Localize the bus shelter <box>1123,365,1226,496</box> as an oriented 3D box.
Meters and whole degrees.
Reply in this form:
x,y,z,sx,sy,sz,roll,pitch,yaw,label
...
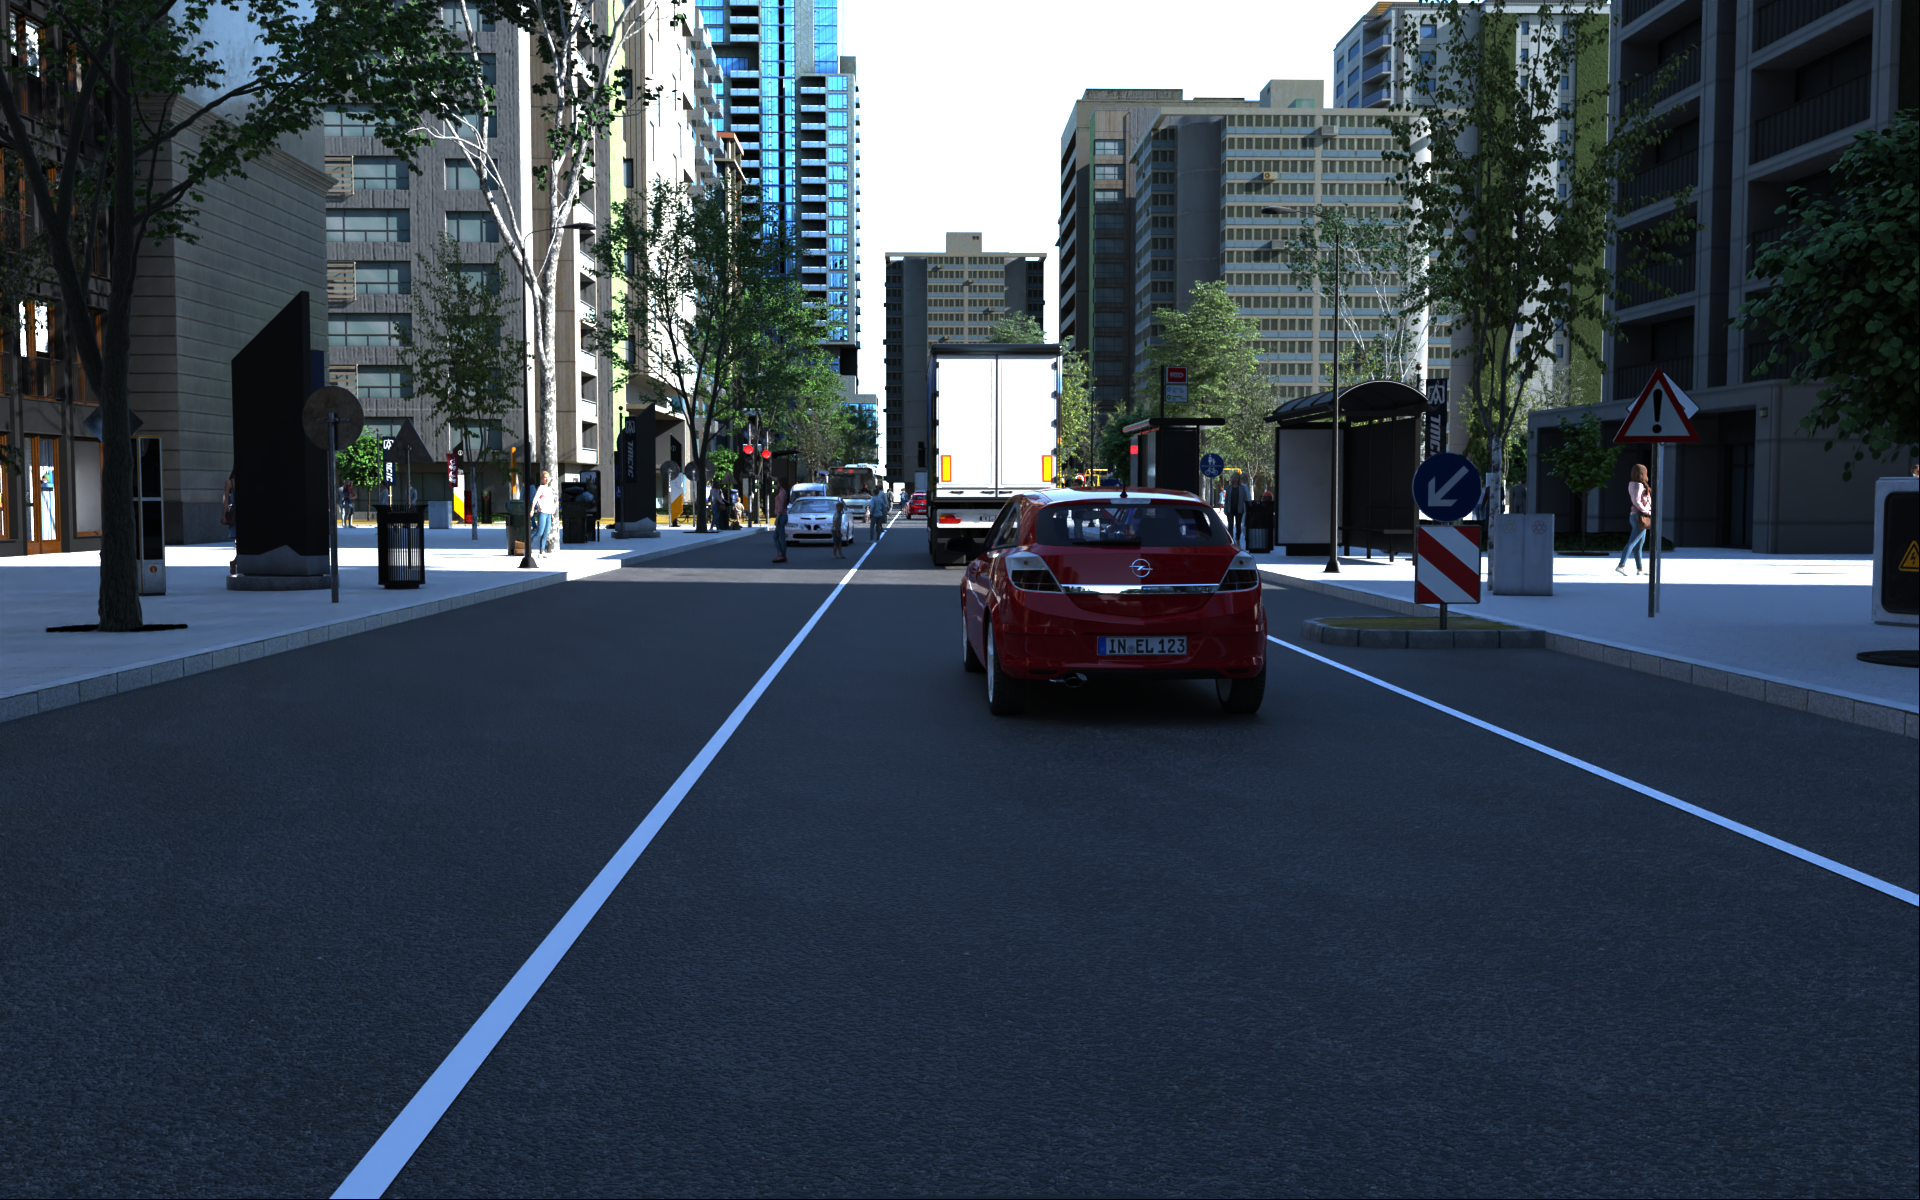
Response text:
x,y,z,sx,sy,sz,roll,pitch,yaw,label
6.134,-4.535,51.780,2.179,5.291,8.768,0,4,-2,bus shelter

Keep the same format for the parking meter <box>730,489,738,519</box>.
x,y,z,sx,sy,sz,roll,pitch,yaw,label
-12.836,-5.436,97.286,0.372,1.533,0.369,0,3,0,parking meter

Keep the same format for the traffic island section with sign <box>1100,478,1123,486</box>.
x,y,z,sx,sy,sz,roll,pitch,yaw,label
3.723,-2.208,44.725,1.989,1.847,2.006,0,4,-2,traffic island section with sign

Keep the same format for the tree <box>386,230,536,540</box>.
x,y,z,sx,sy,sz,roll,pitch,yaw,label
-13.671,-5.987,48.244,4.737,8.622,4.395,0,3,0,tree

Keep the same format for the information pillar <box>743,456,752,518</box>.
x,y,z,sx,sy,sz,roll,pitch,yaw,label
-11.164,-6.097,91.040,0.504,3.616,0.183,1,4,10,information pillar

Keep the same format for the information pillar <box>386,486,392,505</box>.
x,y,z,sx,sy,sz,roll,pitch,yaw,label
-25.629,-4.470,77.580,0.304,2.012,0.304,-1,4,-10,information pillar

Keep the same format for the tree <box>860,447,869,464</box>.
x,y,z,sx,sy,sz,roll,pitch,yaw,label
-13.727,-16.896,226.608,4.360,8.622,3.978,0,3,0,tree

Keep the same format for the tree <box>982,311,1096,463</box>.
x,y,z,sx,sy,sz,roll,pitch,yaw,label
4.766,-13.017,119.490,9.857,13.997,8.962,0,3,0,tree

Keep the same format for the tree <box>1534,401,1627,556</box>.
x,y,z,sx,sy,sz,roll,pitch,yaw,label
13.133,-2.542,36.158,1.663,3.219,1.824,0,3,0,tree

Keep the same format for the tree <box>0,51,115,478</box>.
x,y,z,sx,sy,sz,roll,pitch,yaw,label
-14.330,-4.503,23.987,4.360,8.622,3.978,0,3,0,tree

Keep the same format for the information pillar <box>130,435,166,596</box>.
x,y,z,sx,sy,sz,roll,pitch,yaw,label
-10.247,-1.061,21.839,0.304,2.012,0.304,3,5,44,information pillar

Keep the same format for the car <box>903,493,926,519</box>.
x,y,z,sx,sy,sz,roll,pitch,yaw,label
-2.183,-5.531,99.474,2.155,1.783,4.494,0,4,-3,car

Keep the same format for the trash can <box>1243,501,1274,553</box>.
x,y,z,sx,sy,sz,roll,pitch,yaw,label
6.507,-1.586,37.584,0.748,1.137,0.748,0,3,0,trash can

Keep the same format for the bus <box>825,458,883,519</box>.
x,y,z,sx,sy,sz,roll,pitch,yaw,label
-6.147,-6.633,103.316,2.948,3.499,13.247,0,3,0,bus

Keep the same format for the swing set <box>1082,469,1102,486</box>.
x,y,z,sx,sy,sz,roll,pitch,yaw,label
9.227,-6.892,110.312,3.119,2.851,2.862,-3,5,-41,swing set

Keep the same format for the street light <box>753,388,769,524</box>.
x,y,z,sx,sy,sz,roll,pitch,yaw,label
-8.206,-6.236,74.505,1.470,5.913,1.316,0,4,-2,street light

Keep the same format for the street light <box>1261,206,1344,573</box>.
x,y,z,sx,sy,sz,roll,pitch,yaw,label
5.561,-3.400,28.126,1.470,5.913,1.316,0,4,-2,street light

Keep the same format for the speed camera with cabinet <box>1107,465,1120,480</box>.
x,y,z,sx,sy,sz,roll,pitch,yaw,label
5.978,-4.917,74.731,2.038,3.252,0.660,0,4,7,speed camera with cabinet

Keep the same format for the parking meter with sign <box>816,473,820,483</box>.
x,y,z,sx,sy,sz,roll,pitch,yaw,label
-12.324,-8.891,141.636,1.738,3.016,0.543,-2,4,-31,parking meter with sign

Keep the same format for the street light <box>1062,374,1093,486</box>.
x,y,z,sx,sy,sz,roll,pitch,yaw,label
4.556,-5.771,66.905,1.470,5.913,1.316,0,4,-2,street light

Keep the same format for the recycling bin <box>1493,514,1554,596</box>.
x,y,z,sx,sy,sz,roll,pitch,yaw,label
7.206,-0.586,22.139,0.722,1.027,0.722,1,4,19,recycling bin

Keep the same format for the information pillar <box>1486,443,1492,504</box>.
x,y,z,sx,sy,sz,roll,pitch,yaw,label
20.636,-4.631,67.077,0.504,3.616,0.183,0,4,-3,information pillar

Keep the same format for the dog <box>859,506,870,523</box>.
x,y,z,sx,sy,sz,roll,pitch,yaw,label
-4.823,-4.283,86.857,0.800,0.831,0.513,-1,4,-23,dog

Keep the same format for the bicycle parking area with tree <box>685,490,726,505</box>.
x,y,z,sx,sy,sz,roll,pitch,yaw,label
-21.650,-9.553,143.197,8.231,4.147,9.016,3,5,42,bicycle parking area with tree

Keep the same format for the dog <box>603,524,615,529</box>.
x,y,z,sx,sy,sz,roll,pitch,yaw,label
-12.706,-2.795,63.433,0.550,0.427,0.748,-3,5,-45,dog

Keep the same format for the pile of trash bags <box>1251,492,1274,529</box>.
x,y,z,sx,sy,sz,roll,pitch,yaw,label
11.718,-3.420,65.673,1.912,1.369,3.447,0,4,6,pile of trash bags

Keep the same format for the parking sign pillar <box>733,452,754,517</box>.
x,y,z,sx,sy,sz,roll,pitch,yaw,label
-12.363,-6.766,99.104,1.447,3.967,1.447,3,4,37,parking sign pillar

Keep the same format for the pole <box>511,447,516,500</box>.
x,y,z,sx,sy,sz,roll,pitch,yaw,label
-19.551,-5.017,75.868,0.158,3.312,0.155,0,3,0,pole

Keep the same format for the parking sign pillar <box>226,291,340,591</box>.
x,y,z,sx,sy,sz,roll,pitch,yaw,label
-9.219,-2.142,23.490,1.447,3.967,1.447,2,4,24,parking sign pillar

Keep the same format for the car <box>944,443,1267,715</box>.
x,y,z,sx,sy,sz,roll,pitch,yaw,label
0.986,-0.226,12.742,2.155,1.783,4.494,0,4,-3,car

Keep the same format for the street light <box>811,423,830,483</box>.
x,y,z,sx,sy,sz,roll,pitch,yaw,label
-9.139,-8.587,112.933,1.470,5.913,1.316,0,4,-2,street light

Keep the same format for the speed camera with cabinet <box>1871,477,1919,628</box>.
x,y,z,sx,sy,sz,roll,pitch,yaw,label
9.632,-1.335,16.162,0.660,3.252,2.038,-2,4,-25,speed camera with cabinet

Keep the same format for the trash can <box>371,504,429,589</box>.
x,y,z,sx,sy,sz,roll,pitch,yaw,label
-7.581,-0.724,23.494,0.748,1.137,0.748,0,3,0,trash can

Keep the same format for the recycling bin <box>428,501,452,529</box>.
x,y,z,sx,sy,sz,roll,pitch,yaw,label
-19.167,-3.140,63.886,0.722,1.027,0.722,0,4,-5,recycling bin

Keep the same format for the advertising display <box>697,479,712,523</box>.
x,y,z,sx,sy,sz,roll,pitch,yaw,label
-11.181,-4.318,75.809,0.123,1.923,0.974,2,4,28,advertising display

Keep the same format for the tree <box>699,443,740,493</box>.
x,y,z,sx,sy,sz,roll,pitch,yaw,label
-15.313,-7.823,111.621,4.285,4.588,4.351,0,3,0,tree

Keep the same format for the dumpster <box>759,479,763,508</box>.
x,y,z,sx,sy,sz,roll,pitch,yaw,label
-13.089,-6.869,114.800,1.502,2.255,1.985,0,4,-1,dumpster

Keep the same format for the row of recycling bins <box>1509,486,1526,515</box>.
x,y,z,sx,sy,sz,roll,pitch,yaw,label
26.000,-4.245,76.518,3.534,1.692,1.069,3,4,37,row of recycling bins

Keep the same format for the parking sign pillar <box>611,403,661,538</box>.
x,y,z,sx,sy,sz,roll,pitch,yaw,label
-9.550,-3.819,50.915,1.447,3.967,1.447,2,4,35,parking sign pillar

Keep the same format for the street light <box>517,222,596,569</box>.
x,y,z,sx,sy,sz,roll,pitch,yaw,label
-6.919,-3.499,29.757,1.470,5.913,1.316,0,4,-2,street light

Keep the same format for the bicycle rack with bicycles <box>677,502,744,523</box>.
x,y,z,sx,sy,sz,roll,pitch,yaw,label
-11.000,-3.962,78.161,2.925,0.926,2.852,2,4,33,bicycle rack with bicycles

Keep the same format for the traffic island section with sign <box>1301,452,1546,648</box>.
x,y,z,sx,sy,sz,roll,pitch,yaw,label
4.451,-0.515,17.050,1.989,1.847,2.006,0,4,-2,traffic island section with sign

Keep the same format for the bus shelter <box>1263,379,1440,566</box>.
x,y,z,sx,sy,sz,roll,pitch,yaw,label
7.381,-2.412,33.363,2.014,3.302,5.546,0,4,-2,bus shelter

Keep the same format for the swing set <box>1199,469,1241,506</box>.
x,y,z,sx,sy,sz,roll,pitch,yaw,label
15.990,-6.653,106.401,3.119,2.851,2.862,-1,4,-19,swing set

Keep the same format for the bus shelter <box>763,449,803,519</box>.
x,y,z,sx,sy,sz,roll,pitch,yaw,label
-9.503,-6.244,93.377,1.731,3.624,6.357,0,4,-1,bus shelter

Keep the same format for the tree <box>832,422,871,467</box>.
x,y,z,sx,sy,sz,roll,pitch,yaw,label
-11.123,-13.585,172.482,4.737,8.622,4.395,0,3,0,tree

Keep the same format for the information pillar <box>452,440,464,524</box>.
x,y,z,sx,sy,sz,roll,pitch,yaw,label
-21.717,-5.119,75.049,0.504,3.616,0.183,-3,5,-43,information pillar

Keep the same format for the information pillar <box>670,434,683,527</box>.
x,y,z,sx,sy,sz,roll,pitch,yaw,label
-11.035,-4.649,67.367,0.504,3.616,0.183,1,4,19,information pillar

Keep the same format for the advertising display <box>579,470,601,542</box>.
x,y,z,sx,sy,sz,roll,pitch,yaw,label
-10.043,-2.560,47.064,0.123,1.923,0.974,-3,5,-40,advertising display

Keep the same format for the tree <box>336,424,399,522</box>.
x,y,z,sx,sy,sz,roll,pitch,yaw,label
-27.871,-5.969,81.302,4.285,4.588,4.351,0,3,0,tree

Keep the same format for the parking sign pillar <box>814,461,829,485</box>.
x,y,z,sx,sy,sz,roll,pitch,yaw,label
-11.437,-9.482,143.497,1.447,3.967,1.447,-2,4,-35,parking sign pillar

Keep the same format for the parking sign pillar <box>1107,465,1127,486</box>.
x,y,z,sx,sy,sz,roll,pitch,yaw,label
7.264,-5.441,77.435,1.447,3.967,1.447,2,4,28,parking sign pillar

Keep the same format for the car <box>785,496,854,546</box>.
x,y,z,sx,sy,sz,roll,pitch,yaw,label
-4.004,-2.243,49.032,2.083,1.381,4.827,0,4,-1,car
